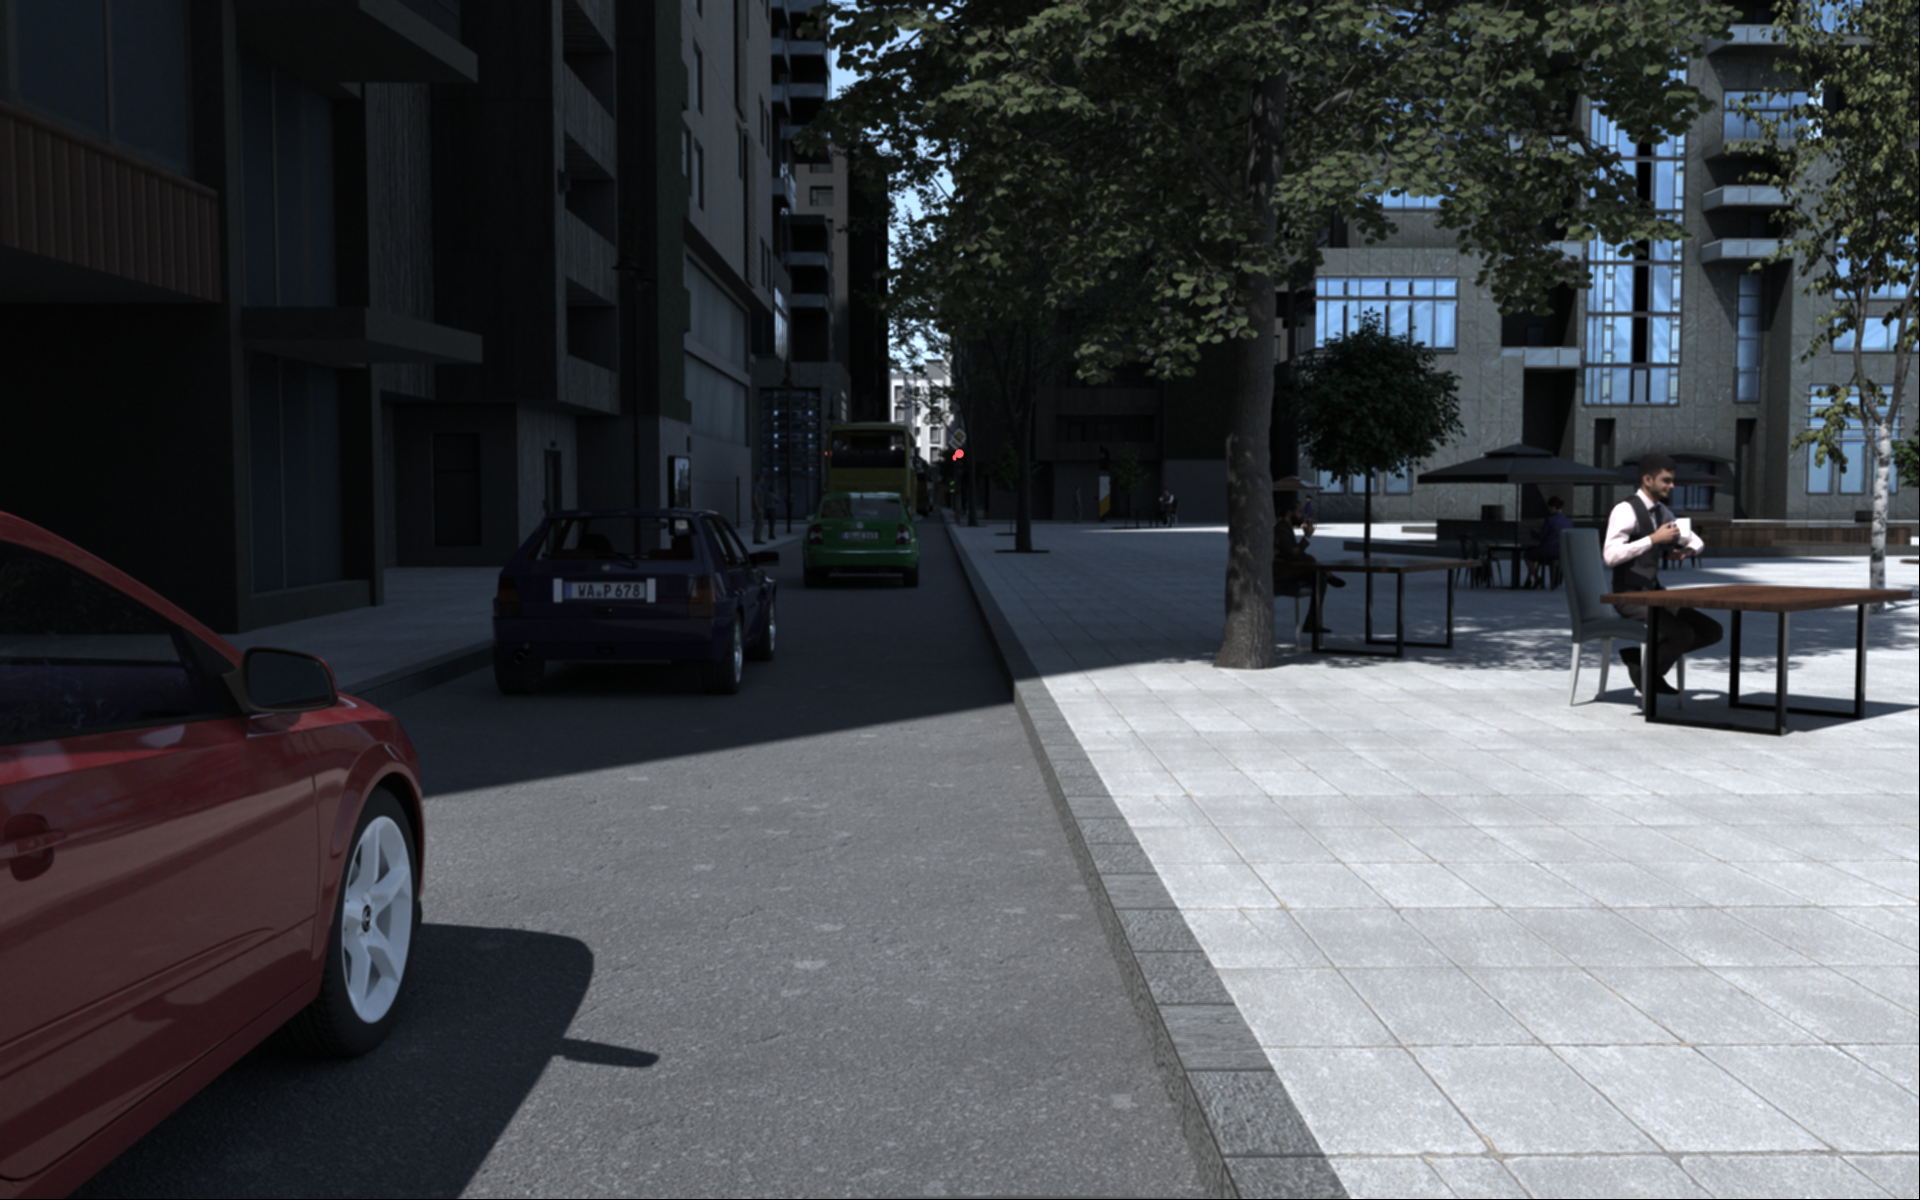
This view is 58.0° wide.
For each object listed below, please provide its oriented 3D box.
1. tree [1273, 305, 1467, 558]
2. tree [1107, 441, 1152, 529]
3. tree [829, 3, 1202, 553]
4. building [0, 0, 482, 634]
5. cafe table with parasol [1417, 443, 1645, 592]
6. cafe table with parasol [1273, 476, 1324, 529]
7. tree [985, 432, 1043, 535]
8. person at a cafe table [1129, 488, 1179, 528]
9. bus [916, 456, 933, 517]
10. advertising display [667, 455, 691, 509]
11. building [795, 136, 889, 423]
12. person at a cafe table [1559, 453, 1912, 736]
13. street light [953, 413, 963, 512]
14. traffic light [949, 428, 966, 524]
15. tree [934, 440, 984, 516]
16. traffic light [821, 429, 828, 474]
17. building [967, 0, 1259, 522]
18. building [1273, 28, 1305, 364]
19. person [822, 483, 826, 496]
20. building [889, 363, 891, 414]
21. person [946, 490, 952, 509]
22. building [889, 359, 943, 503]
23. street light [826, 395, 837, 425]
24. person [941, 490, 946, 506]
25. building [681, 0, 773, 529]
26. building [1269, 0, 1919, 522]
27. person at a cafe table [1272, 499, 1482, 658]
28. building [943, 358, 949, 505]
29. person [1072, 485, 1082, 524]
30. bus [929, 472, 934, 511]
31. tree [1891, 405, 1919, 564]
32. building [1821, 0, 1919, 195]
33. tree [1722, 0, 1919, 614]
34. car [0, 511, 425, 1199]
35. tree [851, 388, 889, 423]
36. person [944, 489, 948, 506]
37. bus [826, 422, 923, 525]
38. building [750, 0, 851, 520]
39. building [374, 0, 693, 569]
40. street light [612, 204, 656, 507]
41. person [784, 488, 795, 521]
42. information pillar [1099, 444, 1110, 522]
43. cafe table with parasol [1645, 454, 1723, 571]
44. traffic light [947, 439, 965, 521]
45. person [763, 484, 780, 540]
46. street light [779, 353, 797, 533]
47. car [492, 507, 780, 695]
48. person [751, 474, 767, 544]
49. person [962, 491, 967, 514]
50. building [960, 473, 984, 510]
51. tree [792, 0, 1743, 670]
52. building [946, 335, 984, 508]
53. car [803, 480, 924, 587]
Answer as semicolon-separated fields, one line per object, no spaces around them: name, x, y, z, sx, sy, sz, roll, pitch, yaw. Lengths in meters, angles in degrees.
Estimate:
tree;7.039;-2.844;30.214;4.285;4.588;4.351;0;3;0
tree;6.215;-4.212;63.475;1.663;3.219;1.824;0;3;0
tree;1.237;-6.839;37.566;9.928;11.665;9.643;0;3;0
building;-16.152;-21.750;10.238;22.147;44.769;28.867;0;4;-1
cafe table with parasol;7.564;-1.141;23.517;2.610;1.966;2.610;2;4;34
cafe table with parasol;12.258;-3.625;64.137;2.610;1.966;2.610;0;4;-4
tree;1.497;-3.644;54.175;1.663;3.219;1.824;0;3;0
person at a cafe table;7.598;-3.509;65.880;1.622;1.524;1.698;-3;5;-39
bus;-3.269;-7.354;111.787;2.896;3.916;12.252;0;4;0
advertising display;-4.748;-1.476;29.339;0.123;1.923;0.974;0;4;7
building;-13.011;-22.626;141.628;14.160;30.474;14.107;0;4;-1
person at a cafe table;4.302;-0.091;10.002;1.698;1.524;1.622;-3;5;-41
street light;-0.025;-7.574;96.619;0.468;5.910;1.993;0;4;-1
traffic light;-0.051;-5.149;73.114;0.839;4.253;0.868;0;4;-1
tree;0.022;-7.148;100.584;4.285;4.588;4.351;0;3;0
traffic light;-5.471;-5.143;73.010;0.839;4.253;0.868;0;4;-1
building;7.383;-19.284;86.999;14.107;30.474;14.160;0;4;-1
building;14.659;-32.317;117.623;28.713;52.752;27.495;0;4;-1
person;-5.465;-3.951;71.446;0.445;1.727;0.742;0;4;3
building;-24.817;-21.855;223.789;31.486;18.905;16.747;0;4;-1
person;-1.007;-8.968;153.358;0.600;1.739;0.565;0;4;2
building;-7.160;-23.980;248.492;11.380;20.091;16.016;0;4;-1
street light;-6.015;-6.633;81.231;0.468;5.910;1.993;0;4;-1
person;-1.721;-11.232;190.348;0.621;1.740;0.551;0;4;4
building;-20.428;-28.587;56.635;27.495;52.752;28.713;0;4;-1
building;31.059;-47.520;89.619;31.000;86.520;22.319;0;4;-1
person at a cafe table;3.185;-0.216;14.396;1.726;1.238;1.698;3;4;37
building;6.368;-21.397;216.298;16.747;18.905;31.486;0;4;-1
person;5.119;-4.069;75.150;0.434;1.807;0.598;-1;4;-13
bus;-3.603;-9.254;146.169;2.948;3.499;13.247;0;4;-2
tree;17.914;-2.292;32.070;1.663;3.219;1.824;0;3;0
building;53.677;-19.317;87.542;14.107;30.474;14.160;0;4;-1
tree;10.075;-4.165;18.453;4.737;8.622;4.395;0;3;0
car;-2.383;0.360;3.157;2.155;1.783;4.494;0;4;0
tree;-7.082;-10.435;120.980;4.360;8.622;3.978;0;3;0
person;-1.479;-10.545;179.001;0.434;1.755;0.990;0;4;2
bus;-2.794;-4.069;58.068;2.896;3.916;12.252;0;4;0
building;-17.237;-48.015;97.724;22.319;86.520;31.000;0;4;-1
building;-13.129;-15.947;32.430;14.160;30.474;14.107;0;4;-1
street light;-5.233;-3.375;27.975;0.468;5.910;1.993;0;4;-1
person;-8.108;-4.522;82.193;0.499;1.552;0.429;3;4;39
information pillar;6.686;-5.435;80.224;0.504;3.616;0.183;1;4;11
cafe table with parasol;11.773;-1.522;29.749;2.610;1.966;2.610;-2;4;-31
traffic light;-0.181;-5.638;81.098;0.839;4.253;0.868;0;4;-1
person;-5.298;-2.470;48.633;0.429;1.552;0.499;-2;4;-27
street light;-5.644;-5.148;56.953;0.468;5.910;1.993;0;4;-1
car;-2.449;-0.070;13.727;1.945;1.354;3.894;0;4;-1
person;-5.144;-2.341;44.440;0.434;1.807;0.598;0;4;5
person;0.214;-6.232;109.398;0.415;1.643;0.593;0;4;-6
building;15.803;-27.661;144.136;32.217;40.220;23.993;0;4;-1
tree;2.541;-5.780;12.627;7.486;12.596;7.792;0;3;0
building;6.683;-18.708;162.301;16.016;20.091;11.380;0;4;-1
car;-1.560;-1.177;28.033;1.959;1.807;4.718;0;4;-2
